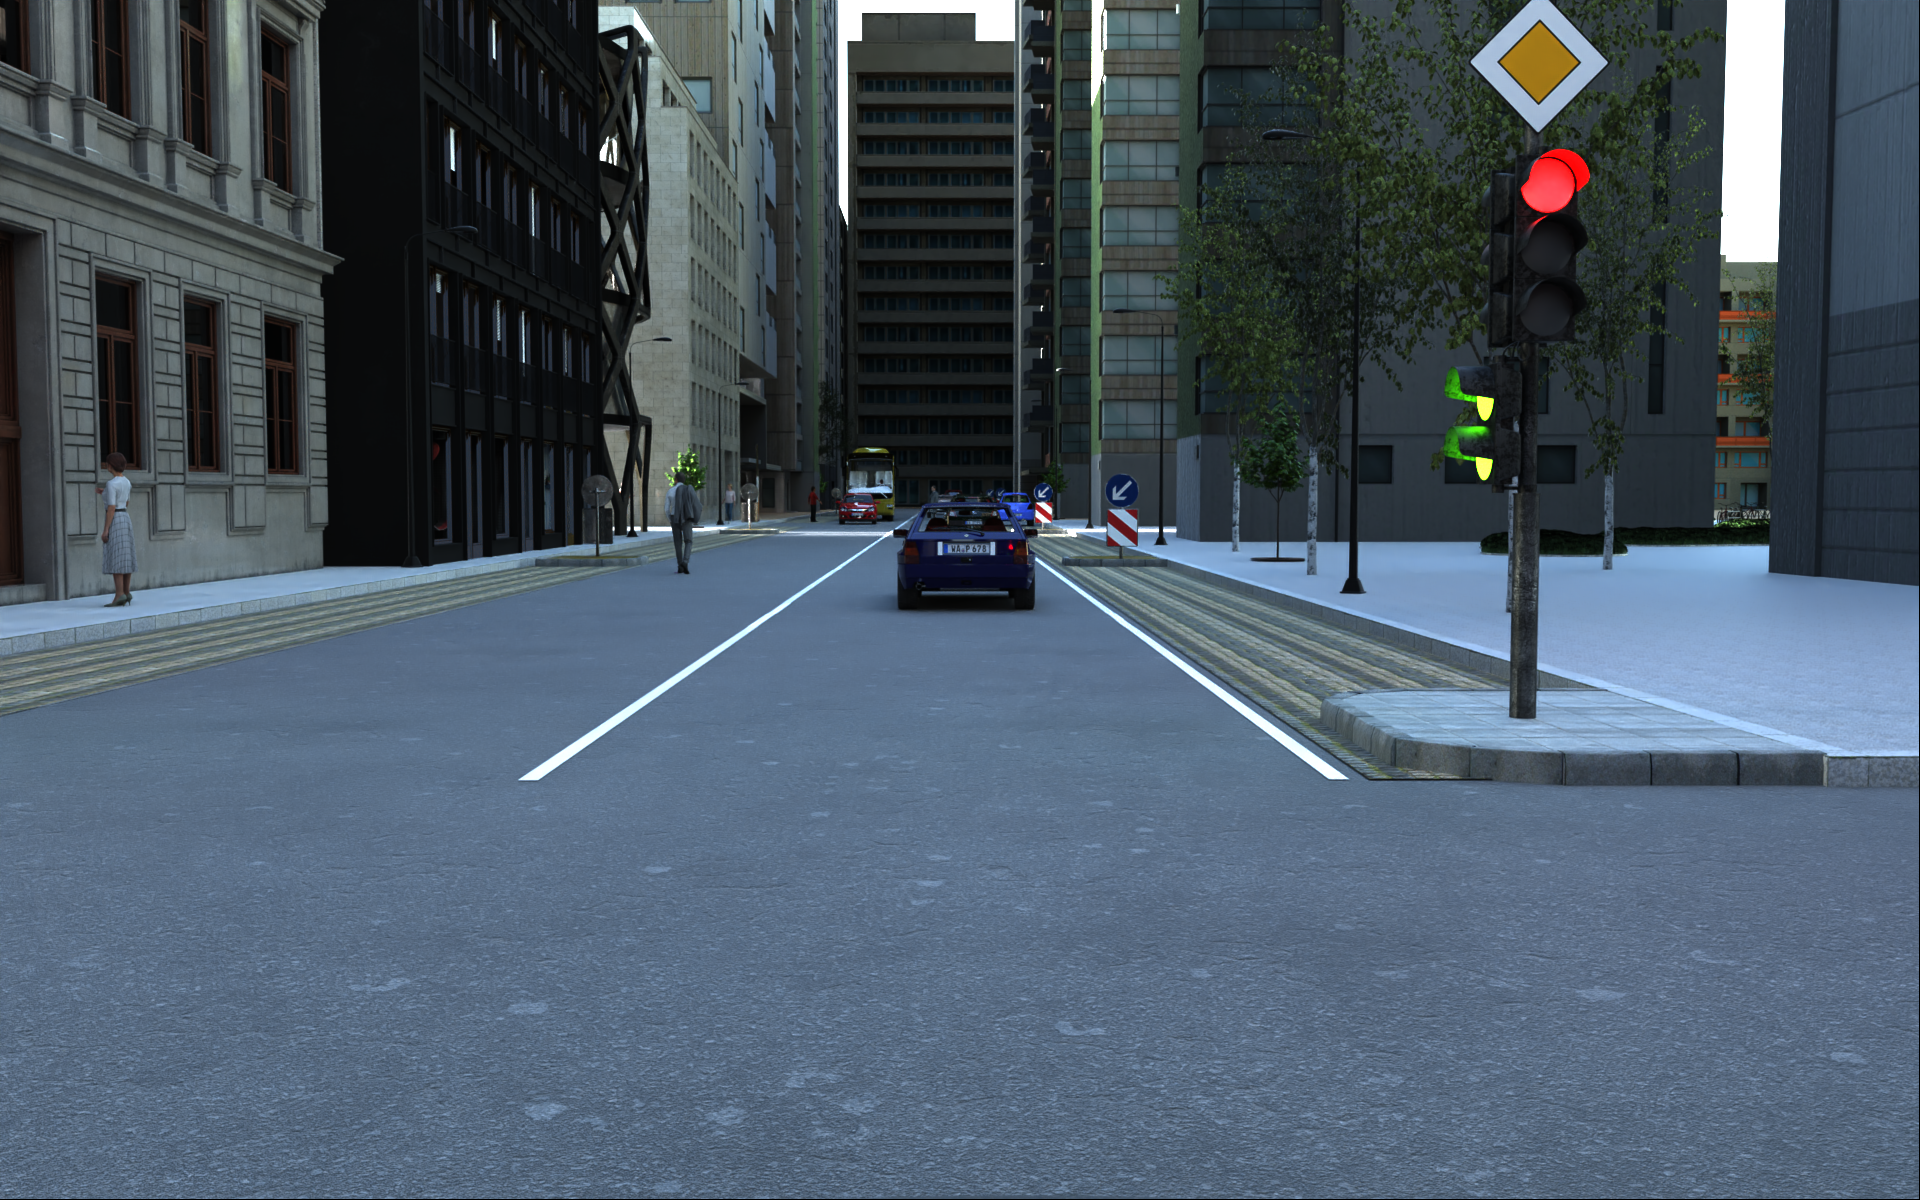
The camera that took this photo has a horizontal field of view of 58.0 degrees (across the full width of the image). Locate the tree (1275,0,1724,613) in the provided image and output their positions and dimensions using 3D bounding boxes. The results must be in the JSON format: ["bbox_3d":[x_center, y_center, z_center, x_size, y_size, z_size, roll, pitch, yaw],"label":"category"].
[{"bbox_3d":[5.771,-4.172,18.581,4.737,8.622,4.395,0,3,0],"label":"tree"}]

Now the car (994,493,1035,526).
[{"bbox_3d":[2.463,-4.208,78.391,1.945,1.707,3.694,0,4,0],"label":"car"}]

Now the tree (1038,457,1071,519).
[{"bbox_3d":[4.999,-5.774,89.014,1.663,3.219,1.824,0,3,0],"label":"tree"}]

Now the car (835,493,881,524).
[{"bbox_3d":[-4.882,-4.530,83.103,2.155,1.783,4.494,0,4,-2],"label":"car"}]

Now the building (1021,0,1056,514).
[{"bbox_3d":[15.538,-28.328,117.779,22.147,44.769,28.867,0,4,0],"label":"building"}]

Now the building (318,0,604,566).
[{"bbox_3d":[-15.617,-12.730,37.815,12.332,23.373,15.834,0,4,0],"label":"building"}]

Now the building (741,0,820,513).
[{"bbox_3d":[-17.326,-26.682,119.840,14.154,41.232,14.086,0,4,0],"label":"building"}]

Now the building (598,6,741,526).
[{"bbox_3d":[-15.970,-13.568,76.587,10.420,20.320,16.860,0,4,0],"label":"building"}]

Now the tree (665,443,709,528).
[{"bbox_3d":[-10.351,-4.342,65.599,1.663,3.219,1.824,0,3,0],"label":"tree"}]

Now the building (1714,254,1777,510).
[{"bbox_3d":[62.071,-18.531,148.015,28.899,21.520,27.650,0,4,0],"label":"building"}]

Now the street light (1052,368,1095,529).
[{"bbox_3d":[4.266,-5.593,63.987,1.470,5.913,1.316,0,4,0],"label":"street light"}]

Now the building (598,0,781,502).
[{"bbox_3d":[-24.978,-31.145,98.458,28.713,52.752,27.495,0,4,0],"label":"building"}]

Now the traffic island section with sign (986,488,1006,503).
[{"bbox_3d":[2.513,-6.307,111.751,1.989,1.847,2.006,0,4,0],"label":"traffic island section with sign"}]

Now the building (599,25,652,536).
[{"bbox_3d":[-18.496,-11.424,54.227,16.820,18.784,16.811,0,4,0],"label":"building"}]

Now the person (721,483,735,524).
[{"bbox_3d":[-10.069,-4.203,75.440,0.731,1.740,0.598,1,4,11],"label":"person"}]

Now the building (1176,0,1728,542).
[{"bbox_3d":[13.399,-17.171,52.440,14.160,30.474,14.107,0,4,0],"label":"building"}]

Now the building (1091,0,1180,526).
[{"bbox_3d":[12.529,-23.888,74.162,14.154,41.232,14.086,0,4,0],"label":"building"}]

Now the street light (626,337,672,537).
[{"bbox_3d":[-9.225,-4.825,51.426,1.470,5.913,1.316,0,4,0],"label":"street light"}]

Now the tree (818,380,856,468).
[{"bbox_3d":[-11.708,-12.091,132.103,8.767,10.594,7.601,1,4,11],"label":"tree"}]

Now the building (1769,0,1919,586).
[{"bbox_3d":[27.395,-29.124,18.169,28.212,58.520,21.231,0,4,0],"label":"building"}]

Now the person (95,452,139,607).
[{"bbox_3d":[-9.706,-0.807,19.803,0.524,1.755,0.480,0,4,0],"label":"person"}]

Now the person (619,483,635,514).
[{"bbox_3d":[-12.491,-3.567,64.720,0.532,1.782,0.716,1,4,12],"label":"person"}]

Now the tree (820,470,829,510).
[{"bbox_3d":[-11.291,-8.900,140.121,1.663,3.219,1.824,0,3,0],"label":"tree"}]

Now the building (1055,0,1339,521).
[{"bbox_3d":[12.216,-19.875,96.662,14.160,30.474,14.107,0,4,0],"label":"building"}]

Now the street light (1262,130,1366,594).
[{"bbox_3d":[4.550,-3.041,22.257,1.470,5.913,1.316,0,4,0],"label":"street light"}]

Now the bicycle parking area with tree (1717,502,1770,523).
[{"bbox_3d":[37.781,-5.220,72.347,9.016,4.147,8.231,-1,4,-17],"label":"bicycle parking area with tree"}]

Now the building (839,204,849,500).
[{"bbox_3d":[-18.419,-24.655,174.804,14.107,30.474,14.160,0,4,0],"label":"building"}]

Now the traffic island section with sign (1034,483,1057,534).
[{"bbox_3d":[2.867,-3.302,62.608,1.989,1.847,2.006,0,4,0],"label":"traffic island section with sign"}]

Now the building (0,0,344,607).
[{"bbox_3d":[-15.840,-11.206,19.379,11.583,22.565,21.152,0,4,0],"label":"building"}]

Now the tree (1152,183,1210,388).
[{"bbox_3d":[6.388,-5.384,38.391,4.737,8.622,4.395,0,3,0],"label":"tree"}]

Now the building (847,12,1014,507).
[{"bbox_3d":[-0.491,-33.970,179.115,21.600,48.544,21.300,0,4,0],"label":"building"}]

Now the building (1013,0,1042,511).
[{"bbox_3d":[15.041,-36.938,145.937,21.231,58.520,28.212,0,4,0],"label":"building"}]

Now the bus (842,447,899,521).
[{"bbox_3d":[-4.824,-6.308,94.676,2.896,3.916,12.252,0,4,-2],"label":"bus"}]

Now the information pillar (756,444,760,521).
[{"bbox_3d":[-9.515,-5.508,81.418,0.183,3.616,0.504,0,4,-3],"label":"information pillar"}]

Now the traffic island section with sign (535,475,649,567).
[{"bbox_3d":[-7.349,-1.607,34.895,1.989,1.847,2.006,0,4,0],"label":"traffic island section with sign"}]

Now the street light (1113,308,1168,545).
[{"bbox_3d":[4.523,-4.337,43.451,1.470,5.913,1.316,0,4,0],"label":"street light"}]

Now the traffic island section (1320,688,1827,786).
[{"bbox_3d":[3.255,0.754,9.955,2.009,0.180,2.903,0,4,0],"label":"traffic island section"}]

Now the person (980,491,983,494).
[{"bbox_3d":[1.863,-9.103,158.129,0.721,1.735,1.217,1,4,22],"label":"person"}]

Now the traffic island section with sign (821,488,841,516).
[{"bbox_3d":[-7.923,-6.300,111.639,1.989,1.847,2.006,0,4,0],"label":"traffic island section with sign"}]

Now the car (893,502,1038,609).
[{"bbox_3d":[0.074,-0.628,22.842,1.945,1.354,3.894,0,3,0],"label":"car"}]

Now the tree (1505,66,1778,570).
[{"bbox_3d":[10.788,-4.824,29.229,4.360,8.622,3.978,0,3,0],"label":"tree"}]

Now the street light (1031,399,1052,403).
[{"bbox_3d":[4.189,-6.878,84.997,1.470,5.913,1.316,0,4,0],"label":"street light"}]

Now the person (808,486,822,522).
[{"bbox_3d":[-7.409,-4.859,87.888,0.705,1.831,1.348,-2,4,-34],"label":"person"}]

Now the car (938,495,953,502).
[{"bbox_3d":[-1.071,-6.722,122.268,2.083,1.381,4.827,0,4,0],"label":"car"}]

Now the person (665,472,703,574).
[{"bbox_3d":[-4.975,-1.382,31.194,0.679,1.850,0.850,0,4,-5],"label":"person"}]

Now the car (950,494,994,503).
[{"bbox_3d":[0.363,-2.747,54.699,2.009,1.686,4.222,0,4,-1],"label":"car"}]

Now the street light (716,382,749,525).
[{"bbox_3d":[-9.444,-6.081,71.963,1.470,5.913,1.316,0,4,0],"label":"street light"}]

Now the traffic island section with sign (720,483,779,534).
[{"bbox_3d":[-7.557,-3.290,62.421,1.989,1.847,2.006,0,4,0],"label":"traffic island section with sign"}]

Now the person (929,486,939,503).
[{"bbox_3d":[-1.216,-4.206,77.362,0.767,1.812,0.694,-2,4,-25],"label":"person"}]

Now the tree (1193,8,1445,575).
[{"bbox_3d":[5.827,-4.702,27.240,4.360,8.622,3.978,0,3,0],"label":"tree"}]

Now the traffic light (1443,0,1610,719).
[{"bbox_3d":[3.215,-1.280,9.841,0.839,4.253,0.868,0,4,0],"label":"traffic light"}]

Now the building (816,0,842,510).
[{"bbox_3d":[-21.255,-43.497,149.425,20.611,71.187,20.563,0,4,0],"label":"building"}]

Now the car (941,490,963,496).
[{"bbox_3d":[-0.573,-8.960,155.164,2.281,1.827,5.304,0,4,0],"label":"car"}]

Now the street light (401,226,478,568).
[{"bbox_3d":[-9.058,-3.524,30.163,1.470,5.913,1.316,0,4,0],"label":"street light"}]

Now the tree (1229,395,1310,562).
[{"bbox_3d":[6.202,-2.361,33.203,1.663,3.219,1.824,0,3,0],"label":"tree"}]

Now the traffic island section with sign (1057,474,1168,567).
[{"bbox_3d":[3.070,-1.601,34.811,1.989,1.847,2.006,0,4,0],"label":"traffic island section with sign"}]
